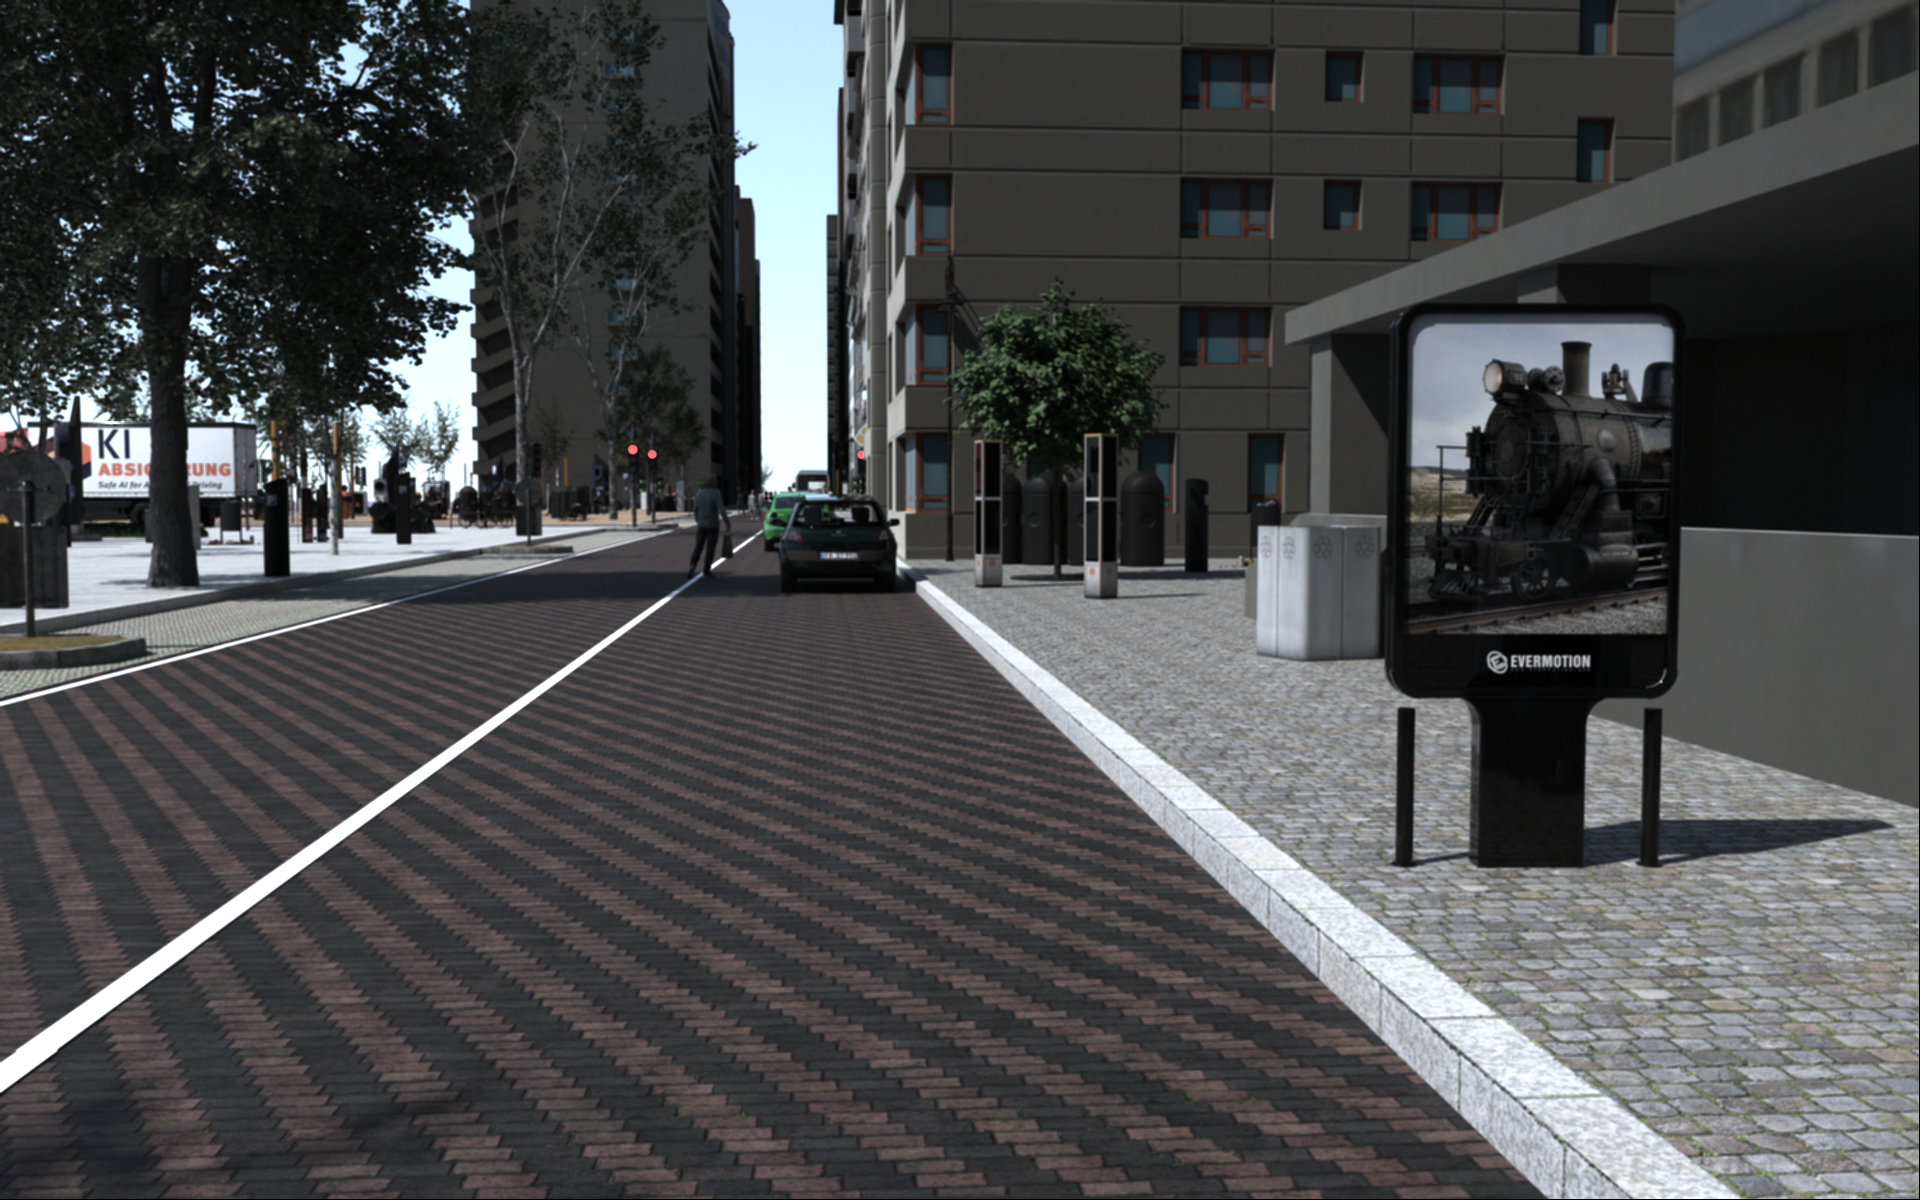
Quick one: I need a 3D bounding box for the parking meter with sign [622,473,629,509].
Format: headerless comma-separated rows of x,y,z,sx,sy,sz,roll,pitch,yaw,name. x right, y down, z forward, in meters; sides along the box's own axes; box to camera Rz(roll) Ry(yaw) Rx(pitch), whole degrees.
-27.491,-8.952,142.625,0.543,3.016,1.738,-1,4,-12,parking meter with sign

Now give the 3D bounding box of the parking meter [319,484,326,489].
-35.323,-5.527,96.080,0.399,1.863,0.255,1,4,16,parking meter

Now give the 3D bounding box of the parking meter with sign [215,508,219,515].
-42.431,-6.262,98.649,0.543,3.016,1.738,-1,4,-21,parking meter with sign

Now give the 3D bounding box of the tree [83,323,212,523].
-35.486,-7.585,74.369,4.737,8.622,4.395,0,3,0,tree

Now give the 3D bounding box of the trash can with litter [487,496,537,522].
-21.192,-4.263,80.758,2.233,1.210,1.678,-2,4,-29,trash can with litter

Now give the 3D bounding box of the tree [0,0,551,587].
-10.907,-7.169,23.861,9.857,13.997,8.962,0,3,0,tree

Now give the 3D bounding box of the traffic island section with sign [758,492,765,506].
-23.833,-11.721,200.260,1.989,1.847,2.006,0,4,-5,traffic island section with sign

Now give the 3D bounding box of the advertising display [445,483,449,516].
-30.283,-5.930,102.172,0.123,1.923,0.974,-1,4,-8,advertising display

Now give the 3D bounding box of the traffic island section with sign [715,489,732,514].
-17.414,-7.070,124.223,1.989,1.847,2.006,0,4,-5,traffic island section with sign

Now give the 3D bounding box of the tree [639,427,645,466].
-24.516,-11.783,143.018,4.360,8.622,3.978,0,3,0,tree

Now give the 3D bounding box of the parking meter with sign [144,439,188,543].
-21.324,-3.071,46.479,0.543,3.016,1.738,0,4,-1,parking meter with sign

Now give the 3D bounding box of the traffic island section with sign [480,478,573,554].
-10.463,-2.039,41.969,1.989,1.847,2.006,0,4,-5,traffic island section with sign

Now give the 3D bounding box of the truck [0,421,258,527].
-33.761,-4.847,68.162,11.283,4.237,2.839,0,4,-3,truck

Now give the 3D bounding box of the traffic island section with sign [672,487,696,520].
-15.137,-5.427,97.364,1.989,1.847,2.006,0,4,-5,traffic island section with sign

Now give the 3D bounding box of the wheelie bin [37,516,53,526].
-25.388,-2.456,48.066,0.980,1.594,0.693,0,4,-4,wheelie bin

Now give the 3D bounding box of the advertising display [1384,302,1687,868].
1.956,-0.044,5.931,0.974,1.923,0.123,0,4,0,advertising display

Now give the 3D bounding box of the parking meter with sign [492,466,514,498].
-27.955,-6.775,107.033,1.738,3.016,0.543,-3,5,-42,parking meter with sign

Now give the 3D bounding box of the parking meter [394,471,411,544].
-14.265,-2.361,44.316,0.399,1.863,0.255,-1,4,-19,parking meter

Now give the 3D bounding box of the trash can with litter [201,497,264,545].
-18.875,-2.018,44.044,2.233,1.210,1.678,0,4,3,trash can with litter

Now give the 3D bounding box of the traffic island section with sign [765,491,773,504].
-28.535,-15.122,255.878,1.989,1.847,2.006,0,4,-5,traffic island section with sign

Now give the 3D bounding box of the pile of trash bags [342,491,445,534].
-18.902,-2.875,56.761,3.447,1.369,1.912,1,4,9,pile of trash bags

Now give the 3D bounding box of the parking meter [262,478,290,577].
-10.678,-1.140,27.043,0.372,1.533,0.369,0,3,0,parking meter

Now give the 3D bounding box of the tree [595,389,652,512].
-23.050,-10.403,120.458,4.737,8.622,4.395,0,3,0,tree

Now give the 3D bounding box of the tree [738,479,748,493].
-28.222,-14.011,223.679,1.663,3.219,1.824,0,3,0,tree

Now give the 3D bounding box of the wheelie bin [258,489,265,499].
-46.330,-6.517,114.458,0.693,1.594,0.980,1,4,19,wheelie bin

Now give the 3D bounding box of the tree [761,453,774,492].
-35.207,-21.801,306.810,4.360,8.622,3.978,0,3,0,tree

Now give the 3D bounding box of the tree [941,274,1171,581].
1.450,-2.597,26.169,4.285,4.588,4.351,0,3,0,tree

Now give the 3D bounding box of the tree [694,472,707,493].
-22.153,-9.433,148.830,1.663,3.219,1.824,0,3,0,tree

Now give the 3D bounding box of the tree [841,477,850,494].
-9.782,-9.665,152.632,1.663,3.219,1.824,0,3,0,tree

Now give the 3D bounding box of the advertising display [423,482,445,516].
-27.726,-5.254,91.118,0.974,1.923,0.123,0,4,1,advertising display

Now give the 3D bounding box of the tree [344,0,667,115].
-13.527,-12.303,57.050,12.611,20.169,13.585,0,3,0,tree

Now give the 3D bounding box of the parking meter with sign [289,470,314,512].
-48.267,-7.987,126.855,1.738,3.016,0.543,-2,4,-28,parking meter with sign

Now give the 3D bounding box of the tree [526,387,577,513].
-28.588,-10.375,119.991,4.360,8.622,3.978,0,3,0,tree

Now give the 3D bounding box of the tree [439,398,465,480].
-39.213,-11.009,130.363,4.737,8.622,4.395,0,3,0,tree

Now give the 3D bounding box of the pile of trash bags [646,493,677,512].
-21.523,-7.166,126.921,1.912,1.369,3.447,1,4,17,pile of trash bags

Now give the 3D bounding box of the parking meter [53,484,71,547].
-21.663,-2.040,41.766,0.372,1.533,0.369,0,3,0,parking meter

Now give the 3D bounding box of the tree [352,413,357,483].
-44.628,-10.759,126.265,4.737,8.622,4.395,0,3,0,tree

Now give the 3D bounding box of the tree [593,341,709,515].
-18.529,-10.404,104.514,7.601,10.594,8.767,-3,5,-39,tree

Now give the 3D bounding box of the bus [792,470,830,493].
-11.760,-8.686,136.871,2.948,3.499,13.247,0,4,-6,bus

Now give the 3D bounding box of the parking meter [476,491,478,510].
-37.749,-7.735,134.884,0.372,1.533,0.369,0,3,0,parking meter

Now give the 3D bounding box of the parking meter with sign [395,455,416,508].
-24.592,-4.951,77.204,0.543,3.016,1.738,-3,4,-38,parking meter with sign

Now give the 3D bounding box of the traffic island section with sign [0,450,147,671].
-8.170,-0.377,14.786,1.989,1.847,2.006,0,4,-5,traffic island section with sign

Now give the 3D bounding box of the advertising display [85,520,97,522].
-40.331,-4.581,80.114,0.974,1.923,0.123,1,4,17,advertising display

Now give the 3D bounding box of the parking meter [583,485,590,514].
-24.079,-6.476,111.595,0.399,1.863,0.255,1,4,18,parking meter

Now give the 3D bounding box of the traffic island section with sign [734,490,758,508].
-21.566,-10.078,173.400,1.989,1.847,2.006,0,4,-5,traffic island section with sign

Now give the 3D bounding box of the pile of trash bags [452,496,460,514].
-33.339,-6.183,110.850,3.447,1.369,1.912,0,4,-3,pile of trash bags

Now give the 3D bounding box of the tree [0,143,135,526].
-18.970,-5.179,35.037,4.360,8.622,3.978,0,3,0,tree

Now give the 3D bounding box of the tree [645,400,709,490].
-21.078,-11.054,131.095,4.360,8.622,3.978,0,3,0,tree

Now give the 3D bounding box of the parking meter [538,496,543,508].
-34.319,-8.313,141.624,0.255,1.863,0.399,1,4,23,parking meter

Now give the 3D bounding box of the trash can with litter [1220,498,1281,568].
5.774,-1.192,30.548,2.233,1.210,1.678,1,4,16,trash can with litter

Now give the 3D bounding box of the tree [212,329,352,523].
-29.546,-7.665,75.689,4.737,8.622,4.395,0,3,0,tree

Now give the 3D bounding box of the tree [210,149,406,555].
-13.325,-5.259,36.344,4.360,8.622,3.978,0,3,0,tree

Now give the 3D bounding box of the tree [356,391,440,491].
-38.807,-10.360,119.746,4.737,8.622,4.395,0,3,0,tree

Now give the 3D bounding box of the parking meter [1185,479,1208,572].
3.889,-1.226,28.458,0.372,1.533,0.369,0,3,0,parking meter
